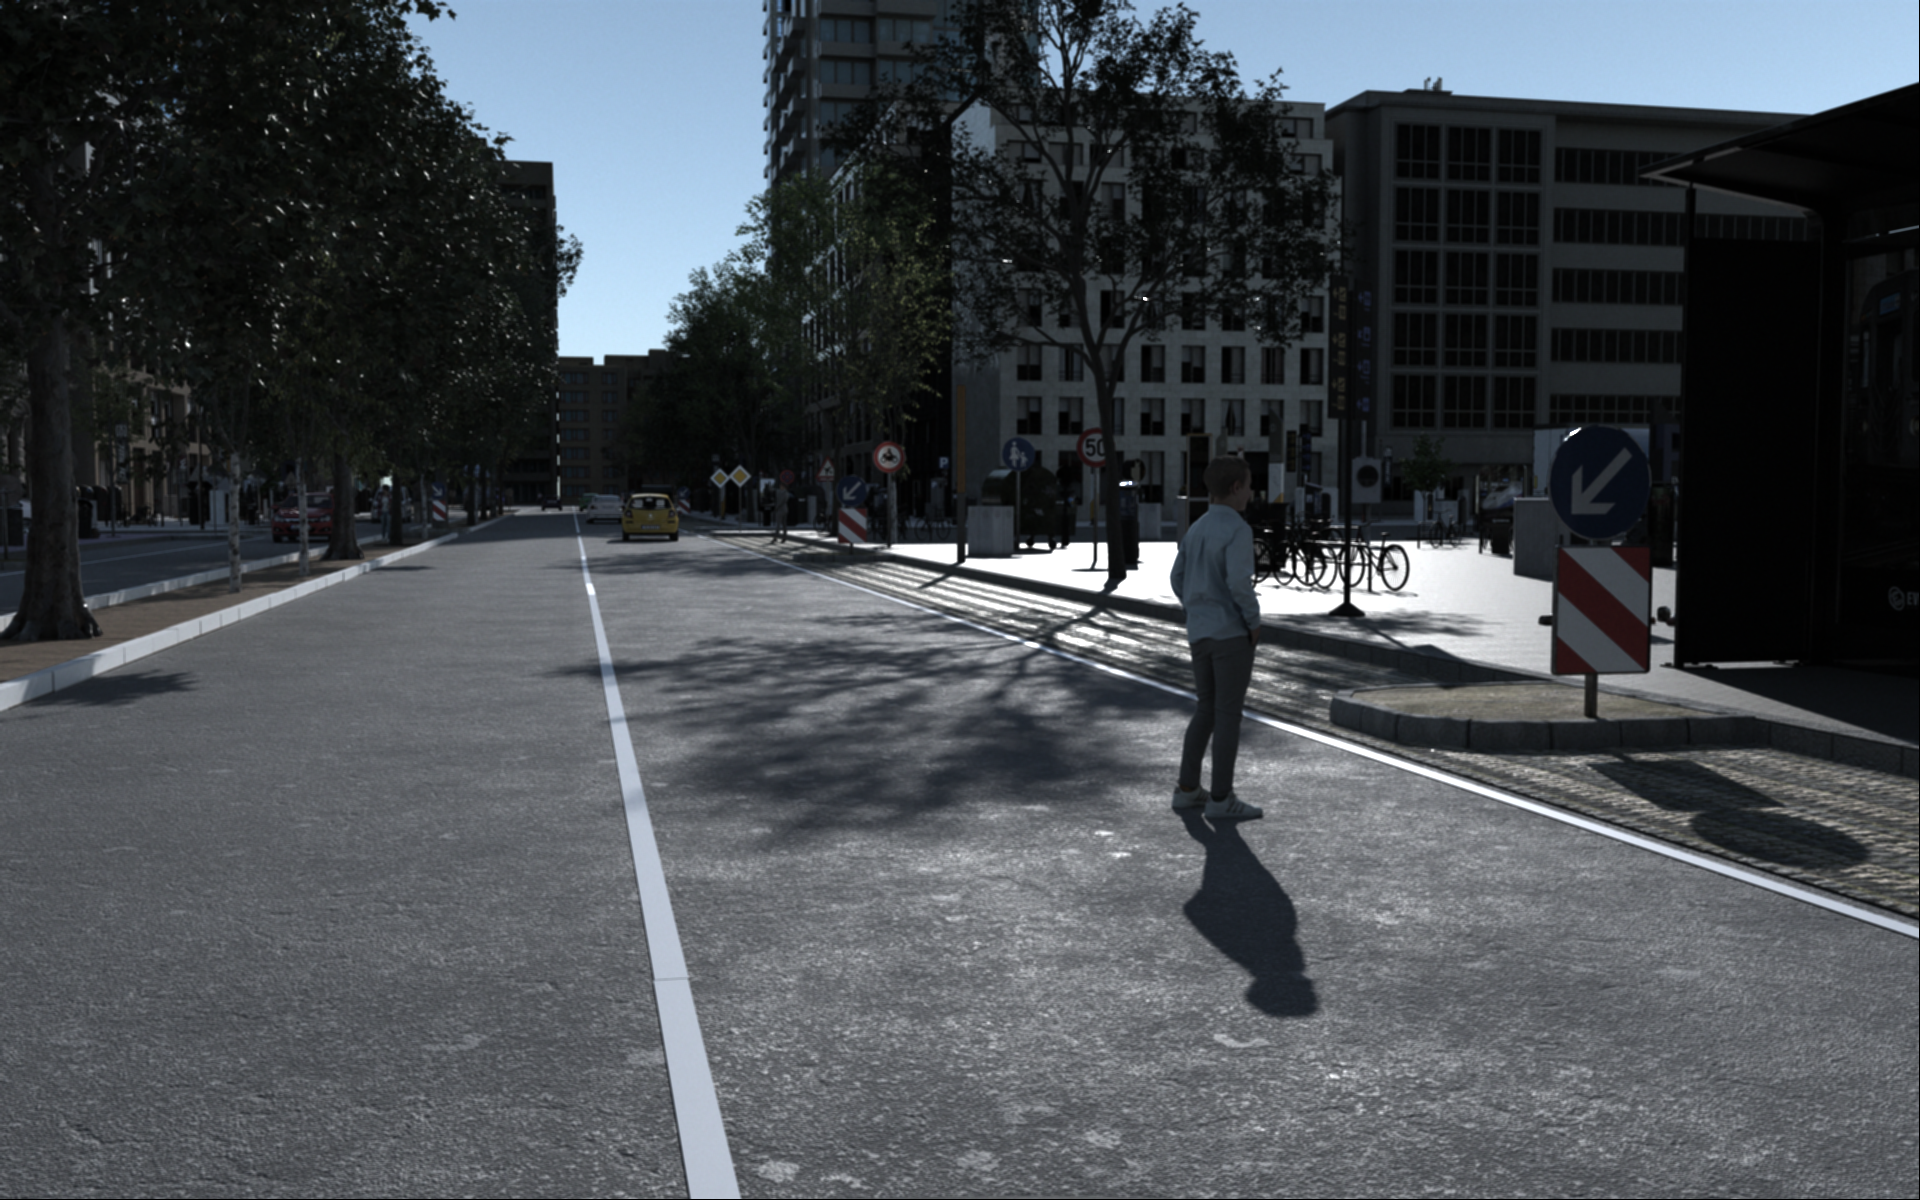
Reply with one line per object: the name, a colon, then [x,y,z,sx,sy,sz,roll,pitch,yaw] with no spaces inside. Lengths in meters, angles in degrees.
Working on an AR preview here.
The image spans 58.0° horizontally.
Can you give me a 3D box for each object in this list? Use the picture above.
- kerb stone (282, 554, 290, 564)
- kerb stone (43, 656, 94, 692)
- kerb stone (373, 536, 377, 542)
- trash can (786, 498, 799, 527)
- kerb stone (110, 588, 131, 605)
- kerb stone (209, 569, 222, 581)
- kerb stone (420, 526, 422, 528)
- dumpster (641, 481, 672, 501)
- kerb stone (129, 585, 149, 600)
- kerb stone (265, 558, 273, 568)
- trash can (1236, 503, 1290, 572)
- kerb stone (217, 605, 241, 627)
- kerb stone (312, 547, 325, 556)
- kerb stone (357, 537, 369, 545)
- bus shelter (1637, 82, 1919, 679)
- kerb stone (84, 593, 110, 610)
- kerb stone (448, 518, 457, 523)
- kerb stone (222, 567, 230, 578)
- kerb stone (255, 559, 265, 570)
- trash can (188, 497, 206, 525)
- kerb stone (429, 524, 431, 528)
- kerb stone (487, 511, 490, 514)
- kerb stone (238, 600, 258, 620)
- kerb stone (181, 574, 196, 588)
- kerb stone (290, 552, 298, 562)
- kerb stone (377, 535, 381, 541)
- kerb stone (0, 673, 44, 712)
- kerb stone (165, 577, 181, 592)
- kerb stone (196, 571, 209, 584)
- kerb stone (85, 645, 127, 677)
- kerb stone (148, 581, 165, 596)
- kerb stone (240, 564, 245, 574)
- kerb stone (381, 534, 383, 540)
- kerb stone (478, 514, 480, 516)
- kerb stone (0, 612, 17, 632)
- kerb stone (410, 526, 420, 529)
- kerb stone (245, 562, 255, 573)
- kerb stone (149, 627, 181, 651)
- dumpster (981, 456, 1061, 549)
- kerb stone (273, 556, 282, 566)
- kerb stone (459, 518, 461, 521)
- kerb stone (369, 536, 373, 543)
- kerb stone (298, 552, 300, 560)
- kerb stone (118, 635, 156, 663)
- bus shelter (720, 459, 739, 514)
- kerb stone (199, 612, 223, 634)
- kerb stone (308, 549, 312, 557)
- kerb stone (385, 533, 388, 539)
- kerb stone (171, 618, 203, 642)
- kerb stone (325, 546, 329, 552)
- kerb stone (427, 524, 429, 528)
kerb stone: [-13.946,-0.816,35.539,0.120,0.150,1.000,-1,4,-13]
kerb stone: [-6.722,0.562,13.007,0.120,0.150,1.000,-1,4,-13]
kerb stone: [-17.537,-1.795,51.536,0.120,0.150,1.000,-1,4,-13]
trash can: [-6.729,-3.485,68.639,0.748,1.137,0.748,0,3,0]
kerb stone: [-11.014,-0.015,22.536,0.120,0.150,1.000,-1,4,-13]
kerb stone: [-12.370,-0.388,28.547,0.120,0.150,1.000,-1,4,-13]
kerb stone: [-21.259,-2.805,68.073,0.120,0.150,1.000,-1,4,-13]
dumpster: [-19.463,-6.490,111.070,1.985,2.255,1.502,-1,4,-14]
kerb stone: [-11.248,-0.080,23.535,0.120,0.150,1.000,-1,4,-13]
kerb stone: [-13.505,-0.694,33.543,0.120,0.150,1.000,-1,4,-13]
trash can: [5.103,-1.047,28.765,0.748,1.137,0.748,0,3,0]
kerb stone: [-8.073,0.195,19.009,0.120,0.150,1.000,-1,4,-13]
kerb stone: [-15.063,-1.121,40.541,0.120,0.150,1.000,-1,4,-13]
kerb stone: [-17.094,-1.672,49.530,0.120,0.150,1.000,-1,4,-13]
bus shelter: [6.389,-1.133,9.803,1.731,3.624,6.357,-1,4,-12]
kerb stone: [-10.796,0.040,21.537,0.120,0.150,1.000,-1,4,-13]
kerb stone: [-25.533,-3.970,87.108,0.120,0.150,1.000,-1,4,-13]
kerb stone: [-12.595,-0.447,29.544,0.120,0.150,1.000,-1,4,-13]
kerb stone: [-13.267,-0.633,32.548,0.120,0.150,1.000,-1,4,-13]
trash can: [-32.058,-3.738,72.764,0.748,1.137,0.748,0,3,0]
kerb stone: [-21.930,-2.987,71.086,0.120,0.150,1.000,-1,4,-13]
kerb stone: [-34.982,-6.540,129.122,0.120,0.150,1.000,-1,4,-13]
kerb stone: [-8.294,0.134,20.007,0.120,0.150,1.000,-1,4,-13]
kerb stone: [-11.915,-0.265,26.536,0.120,0.150,1.000,-1,4,-13]
kerb stone: [-14.161,-0.875,36.541,0.120,0.150,1.000,-1,4,-13]
kerb stone: [-17.762,-1.856,52.543,0.120,0.150,1.000,-1,4,-13]
kerb stone: [-6.505,0.626,12.009,0.120,0.150,1.000,-1,4,-13]
kerb stone: [-11.694,-0.204,25.538,0.120,0.150,1.000,-1,4,-13]
kerb stone: [-12.149,-0.326,27.549,0.120,0.150,1.000,-1,4,-13]
kerb stone: [-6.950,0.502,14.004,0.120,0.150,1.000,-1,4,-13]
kerb stone: [-11.475,-0.138,24.535,0.120,0.150,1.000,-1,4,-13]
kerb stone: [-12.812,-0.511,30.542,0.120,0.150,1.000,-1,4,-13]
kerb stone: [-17.988,-1.916,53.539,0.120,0.150,1.000,-1,4,-13]
kerb stone: [-32.061,-5.742,116.115,0.120,0.150,1.000,-1,4,-13]
kerb stone: [-10.123,0.226,18.538,0.120,0.150,1.000,-1,4,-13]
kerb stone: [-20.812,-2.684,66.078,0.120,0.150,1.000,-1,4,-13]
kerb stone: [-13.048,-0.572,31.550,0.120,0.150,1.000,-1,4,-13]
kerb stone: [-7.404,0.384,16.007,0.120,0.150,1.000,-1,4,-13]
dumpster: [1.453,-2.347,40.867,1.502,2.255,1.985,-1,4,-13]
kerb stone: [-13.718,-0.750,34.543,0.120,0.150,1.000,-1,4,-13]
kerb stone: [-26.213,-4.154,90.112,0.120,0.150,1.000,-1,4,-13]
kerb stone: [-17.316,-1.734,50.538,0.120,0.150,1.000,-1,4,-13]
kerb stone: [-14.396,-0.939,37.548,0.120,0.150,1.000,-1,4,-13]
kerb stone: [-7.176,0.441,15.008,0.120,0.150,1.000,-1,4,-13]
bus shelter: [-14.891,-7.413,112.481,1.731,3.624,6.357,-1,4,-13]
kerb stone: [-7.852,0.256,18.012,0.120,0.150,1.000,-1,4,-13]
kerb stone: [-14.622,-0.999,38.545,0.120,0.150,1.000,-1,4,-13]
kerb stone: [-18.216,-1.978,54.536,0.120,0.150,1.000,-1,4,-13]
kerb stone: [-7.632,0.317,17.010,0.120,0.150,1.000,-1,4,-13]
kerb stone: [-15.286,-1.183,41.538,0.120,0.150,1.000,-1,4,-13]
kerb stone: [-21.707,-2.929,70.082,0.120,0.150,1.000,-1,4,-13]
